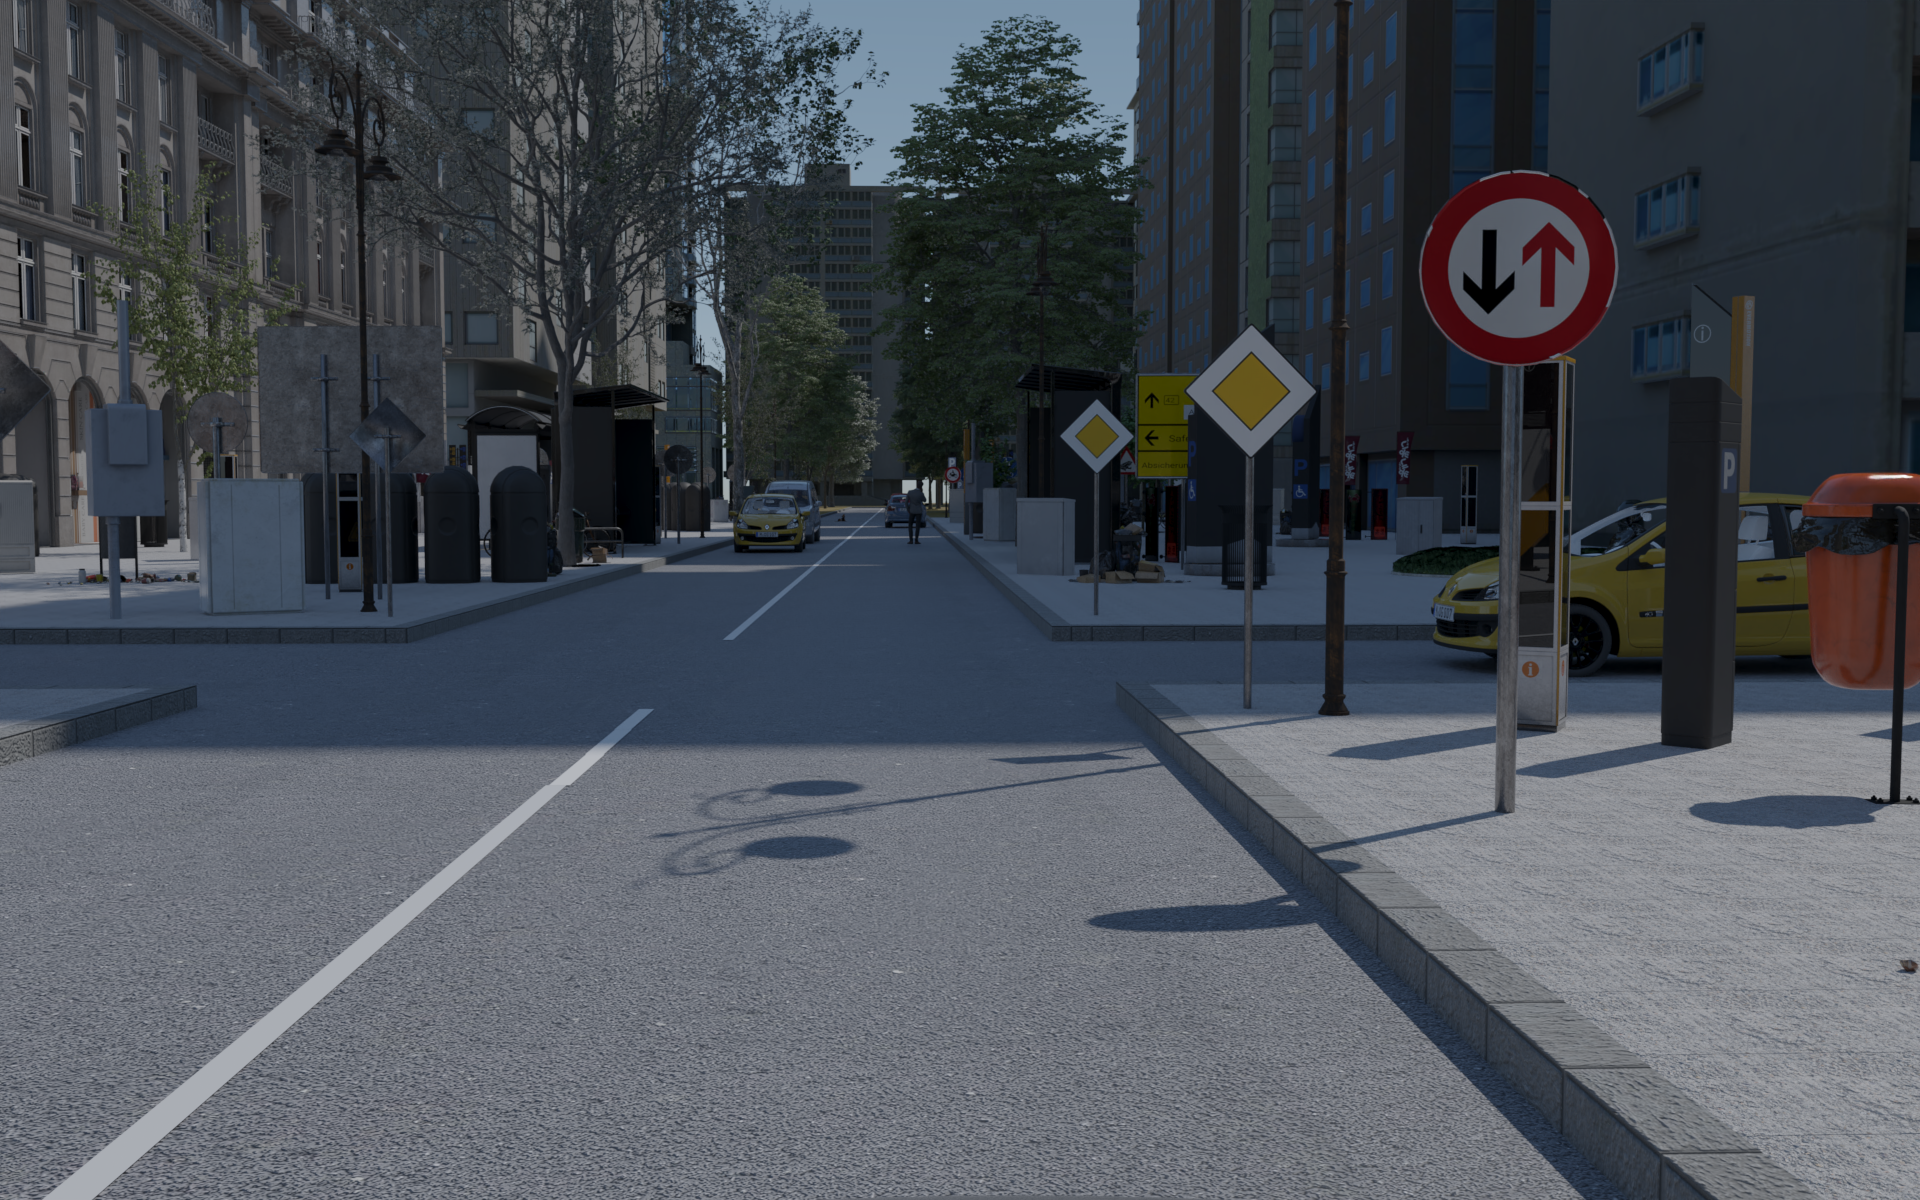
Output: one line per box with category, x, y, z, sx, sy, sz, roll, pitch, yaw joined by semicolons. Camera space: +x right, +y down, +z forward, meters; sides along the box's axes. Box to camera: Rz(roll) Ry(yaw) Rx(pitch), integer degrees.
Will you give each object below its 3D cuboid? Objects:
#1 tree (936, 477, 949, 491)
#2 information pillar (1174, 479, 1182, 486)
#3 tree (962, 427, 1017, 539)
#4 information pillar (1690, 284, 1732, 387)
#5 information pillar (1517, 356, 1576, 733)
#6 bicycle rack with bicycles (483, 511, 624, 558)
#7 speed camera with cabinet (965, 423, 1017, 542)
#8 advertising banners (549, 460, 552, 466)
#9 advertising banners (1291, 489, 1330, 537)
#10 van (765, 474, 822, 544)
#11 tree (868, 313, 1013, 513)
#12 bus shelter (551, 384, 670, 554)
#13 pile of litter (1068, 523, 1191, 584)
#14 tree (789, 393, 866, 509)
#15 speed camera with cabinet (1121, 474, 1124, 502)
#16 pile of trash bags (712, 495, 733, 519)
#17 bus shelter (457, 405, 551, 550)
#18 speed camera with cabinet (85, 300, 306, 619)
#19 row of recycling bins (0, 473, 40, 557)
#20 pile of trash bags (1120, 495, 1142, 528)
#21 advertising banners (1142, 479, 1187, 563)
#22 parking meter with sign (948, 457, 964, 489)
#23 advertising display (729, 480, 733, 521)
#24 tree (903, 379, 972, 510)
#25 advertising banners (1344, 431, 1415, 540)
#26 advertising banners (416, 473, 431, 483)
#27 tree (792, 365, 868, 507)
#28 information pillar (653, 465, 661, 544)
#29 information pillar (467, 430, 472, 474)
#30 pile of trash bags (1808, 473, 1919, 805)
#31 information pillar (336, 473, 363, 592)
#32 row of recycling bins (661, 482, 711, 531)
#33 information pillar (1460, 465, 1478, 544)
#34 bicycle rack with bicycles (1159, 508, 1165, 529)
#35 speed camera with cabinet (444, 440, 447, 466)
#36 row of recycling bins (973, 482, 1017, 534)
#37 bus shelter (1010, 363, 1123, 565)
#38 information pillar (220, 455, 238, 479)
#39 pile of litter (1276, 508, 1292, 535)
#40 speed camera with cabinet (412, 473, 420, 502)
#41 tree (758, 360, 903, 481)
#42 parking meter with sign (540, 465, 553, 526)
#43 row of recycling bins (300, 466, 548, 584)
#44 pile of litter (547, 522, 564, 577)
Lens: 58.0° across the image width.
tree;-2.077;-13.150;165.358;4.360;8.622;3.978;0;3;0
information pillar;10.301;-5.504;81.348;0.504;3.616;0.183;1;4;21
tree;0.775;-3.407;50.309;1.663;3.219;1.824;0;3;0
information pillar;8.321;-1.706;19.251;0.183;3.616;0.504;-3;4;-38
information pillar;3.149;-0.302;9.436;0.304;2.012;0.304;2;4;28
bicycle rack with bicycles;-8.151;-1.322;35.003;2.925;0.926;2.852;-2;4;-28
speed camera with cabinet;0.854;-3.264;47.703;0.660;3.252;2.038;-2;4;-27
advertising banners;-21.769;-5.720;89.702;2.074;3.025;0.090;0;4;4
advertising banners;10.942;-3.401;51.796;2.074;3.025;0.090;0;4;-5
van;-5.053;-2.705;51.238;2.013;2.044;4.112;0;4;-1
tree;-0.584;-12.933;118.105;9.857;13.997;8.962;0;3;0
bus shelter;-7.971;-2.981;40.016;1.731;3.624;6.357;0;4;-2
pile of litter;2.477;-0.687;25.196;1.719;0.858;1.176;1;4;21
tree;-12.048;-13.305;151.948;8.767;10.594;7.601;2;4;24
speed camera with cabinet;3.896;-3.312;48.488;0.660;3.252;2.038;-1;4;-21
pile of trash bags;-11.991;-4.900;89.871;3.447;1.369;1.912;-3;4;-36
bus shelter;-10.512;-2.954;42.217;2.014;3.302;5.546;0;4;-2
speed camera with cabinet;-8.075;-1.466;18.308;2.038;3.252;0.660;-2;4;-33
row of recycling bins;-19.126;-1.653;34.136;1.069;1.692;3.534;0;4;-7
pile of trash bags;3.004;-2.144;44.811;1.912;1.369;3.447;-3;5;-40
advertising banners;3.959;-2.211;32.339;0.090;3.025;2.074;-2;4;-24
parking meter with sign;0.262;-5.309;83.064;1.738;3.016;0.543;-3;5;-43
advertising display;-10.857;-4.699;82.047;0.123;1.923;0.974;-1;4;-9
tree;-2.320;-13.163;140.975;9.928;11.665;9.643;0;3;0
advertising banners;11.679;-3.188;48.305;2.074;3.025;0.090;-1;4;-9
advertising banners;-13.524;-2.771;41.492;2.074;3.025;0.090;-3;5;-41
tree;-12.442;-16.023;168.634;9.857;13.997;8.962;0;3;0
information pillar;-7.890;-2.444;44.452;0.304;2.012;0.304;1;4;22
information pillar;-14.107;-3.610;50.379;0.183;3.616;0.504;2;4;24
pile of trash bags;5.310;0.150;7.301;3.447;1.369;1.912;0;4;4
information pillar;-7.980;-1.112;22.679;0.304;2.012;0.304;-1;4;-11
row of recycling bins;-9.803;-3.289;60.888;1.069;1.692;3.534;-2;4;-33
information pillar;12.978;-2.426;44.162;0.304;2.012;0.304;-1;4;-13
bicycle rack with bicycles;8.184;-3.080;63.733;2.925;0.926;2.852;2;4;23
speed camera with cabinet;-18.528;-4.195;62.926;0.660;3.252;2.038;-1;4;-13
row of recycling bins;1.694;-3.078;57.441;1.069;1.692;3.534;3;5;41
bus shelter;2.039;-2.630;34.284;1.731;3.624;6.357;0;4;-2
information pillar;-13.645;-1.702;32.317;0.304;2.012;0.304;-1;4;-12
pile of litter;10.569;-2.500;54.845;1.176;0.858;1.719;1;4;17
speed camera with cabinet;-17.311;-3.527;52.004;2.038;3.252;0.660;0;4;-8
tree;-11.269;-12.513;130.336;9.928;11.665;9.643;0;3;0
parking meter with sign;-11.063;-3.008;45.436;1.738;3.016;0.543;0;4;-4
row of recycling bins;-7.782;-1.102;25.130;3.534;1.692;1.069;0;4;-6
pile of litter;-6.792;-0.806;27.142;1.176;0.858;1.719;1;4;11
